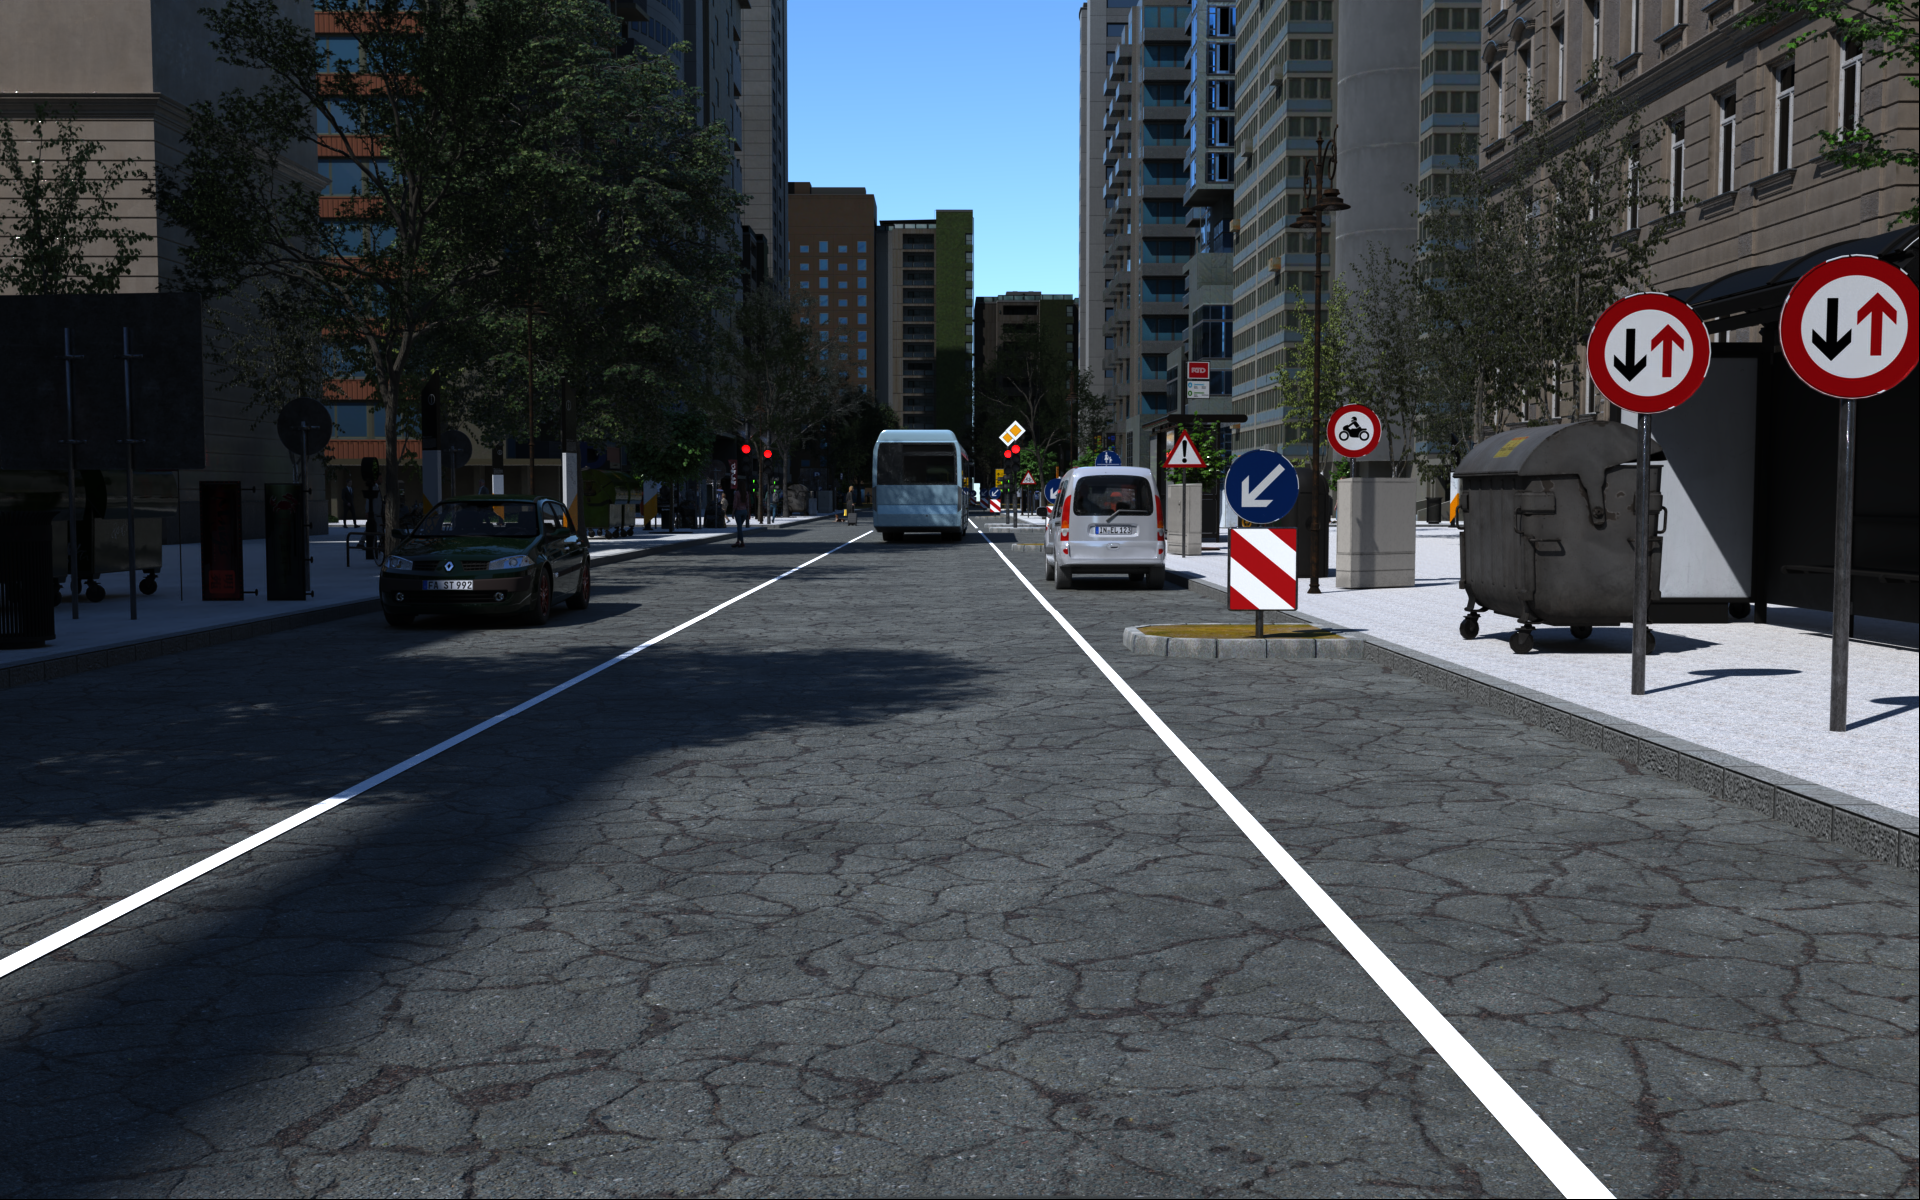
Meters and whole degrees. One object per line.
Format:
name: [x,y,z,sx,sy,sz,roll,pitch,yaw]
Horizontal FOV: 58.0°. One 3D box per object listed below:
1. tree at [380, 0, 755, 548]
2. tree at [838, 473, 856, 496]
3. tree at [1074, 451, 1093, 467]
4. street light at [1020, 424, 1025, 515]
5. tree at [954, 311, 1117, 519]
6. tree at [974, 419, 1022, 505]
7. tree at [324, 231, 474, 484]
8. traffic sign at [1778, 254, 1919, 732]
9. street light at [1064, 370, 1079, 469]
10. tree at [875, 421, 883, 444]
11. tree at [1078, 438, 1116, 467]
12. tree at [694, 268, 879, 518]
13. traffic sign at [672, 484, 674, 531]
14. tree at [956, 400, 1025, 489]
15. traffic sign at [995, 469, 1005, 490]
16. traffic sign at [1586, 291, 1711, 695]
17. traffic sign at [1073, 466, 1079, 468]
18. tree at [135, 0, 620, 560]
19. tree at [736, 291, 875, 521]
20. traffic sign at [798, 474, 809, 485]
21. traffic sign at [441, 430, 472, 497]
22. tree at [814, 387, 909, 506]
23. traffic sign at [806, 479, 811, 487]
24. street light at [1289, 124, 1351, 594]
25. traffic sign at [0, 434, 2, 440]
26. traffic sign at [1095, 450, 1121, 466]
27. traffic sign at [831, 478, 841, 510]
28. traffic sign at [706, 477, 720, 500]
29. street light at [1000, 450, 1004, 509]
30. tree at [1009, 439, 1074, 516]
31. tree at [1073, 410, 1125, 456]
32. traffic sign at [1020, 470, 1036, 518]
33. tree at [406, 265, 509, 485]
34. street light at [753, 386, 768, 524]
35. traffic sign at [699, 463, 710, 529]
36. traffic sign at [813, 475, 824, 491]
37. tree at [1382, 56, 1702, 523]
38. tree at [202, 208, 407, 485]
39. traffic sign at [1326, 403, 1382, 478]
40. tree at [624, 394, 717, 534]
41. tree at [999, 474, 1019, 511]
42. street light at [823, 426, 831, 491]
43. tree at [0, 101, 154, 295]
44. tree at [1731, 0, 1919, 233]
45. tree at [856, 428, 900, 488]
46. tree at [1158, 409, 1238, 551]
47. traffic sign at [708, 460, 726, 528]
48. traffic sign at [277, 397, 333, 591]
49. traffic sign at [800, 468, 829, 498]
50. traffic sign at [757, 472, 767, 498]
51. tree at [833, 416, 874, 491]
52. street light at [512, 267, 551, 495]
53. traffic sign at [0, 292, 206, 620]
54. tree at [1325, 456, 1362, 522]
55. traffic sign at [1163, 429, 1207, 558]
tree: [-9.139,-8.200,40.733,9.857,13.997,8.962,0,3,0]
tree: [-10.493,-9.895,156.387,1.663,3.219,1.824,0,3,0]
tree: [9.258,-8.640,124.981,4.285,4.588,4.351,0,3,0]
street light: [3.843,-8.184,106.590,0.468,5.910,1.993,0,4,0]
tree: [4.163,-9.404,88.171,8.767,10.594,7.601,-2,4,-29]
tree: [3.627,-13.090,164.382,4.360,8.622,3.978,0,3,0]
tree: [-16.042,-6.062,49.474,4.737,8.622,4.395,0,3,0]
traffic sign: [4.755,-0.563,9.303,0.768,2.556,0.104,0,4,5]
street light: [4.171,-5.626,64.776,0.468,5.910,1.993,0,4,0]
tree: [-8.994,-11.707,125.818,8.767,10.594,7.601,2,4,35]
tree: [4.743,-3.955,59.263,1.663,3.219,1.824,0,3,0]
tree: [-9.558,-11.241,94.165,12.009,13.543,11.850,0,3,0]
traffic sign: [-10.027,-3.690,60.442,0.768,2.556,0.104,0,3,0]
tree: [3.221,-19.015,221.256,12.009,13.543,11.850,0,3,0]
traffic sign: [3.949,-8.890,139.228,2.265,3.308,0.079,0,4,6]
traffic sign: [4.341,-0.667,11.011,0.768,2.556,0.104,0,4,4]
traffic sign: [5.375,-4.883,79.945,0.768,2.556,0.104,0,4,1]
tree: [-9.234,-5.675,27.205,8.767,10.594,7.601,1,4,18]
tree: [-9.489,-8.948,80.720,8.767,10.594,7.601,1,4,16]
traffic sign: [-10.008,-6.770,110.794,0.768,2.556,0.104,1,4,9]
traffic sign: [-10.063,-2.098,34.407,0.768,2.556,0.104,0,4,4]
tree: [-10.585,-16.152,181.098,9.611,12.733,9.660,0,3,0]
traffic sign: [-11.734,-8.047,131.670,0.768,2.556,0.104,1,4,8]
street light: [4.577,-3.022,22.192,0.468,5.910,1.993,0,4,0]
traffic sign: [-9.772,-1.035,16.927,0.884,2.594,0.081,1,4,8]
traffic sign: [4.336,-3.096,50.727,0.768,2.556,0.104,0,4,7]
traffic sign: [-9.866,-8.438,137.972,0.884,2.594,0.081,0,4,3]
traffic sign: [-10.500,-4.378,73.703,0.606,2.300,0.079,0,4,6]
street light: [3.538,-10.760,148.710,0.468,5.910,1.993,0,4,0]
tree: [4.382,-7.300,103.061,4.285,4.588,4.351,0,3,0]
tree: [11.190,-11.795,143.205,4.360,8.622,3.978,0,3,0]
traffic sign: [3.709,-5.743,93.895,0.884,2.594,0.081,1,4,9]
tree: [-16.351,-6.376,54.609,4.360,8.622,3.978,0,3,0]
street light: [-8.551,-6.212,74.360,0.468,5.910,1.993,0,4,0]
traffic sign: [-9.428,-3.833,62.780,0.768,2.556,0.104,0,4,4]
traffic sign: [-9.598,-7.167,117.283,0.768,2.556,0.104,0,4,8]
tree: [9.998,-4.810,29.007,4.360,8.622,3.978,0,3,0]
tree: [-16.989,-5.724,43.946,4.360,8.622,3.978,0,3,0]
traffic sign: [5.542,-1.489,24.445,0.768,2.556,0.104,0,4,3]
tree: [-9.518,-4.463,56.685,4.285,4.588,4.351,0,3,0]
tree: [3.761,-8.420,132.271,1.663,3.219,1.824,0,3,0]
street light: [-8.950,-8.830,117.164,0.468,5.910,1.993,0,4,0]
tree: [-17.105,-4.983,31.839,4.737,8.622,4.395,0,3,0]
tree: [12.141,-5.650,18.131,9.928,11.665,9.643,0,3,0]
tree: [-10.817,-18.519,220.917,7.486,12.596,7.792,0,3,0]
tree: [5.428,-2.763,39.784,1.663,3.219,1.824,0,3,0]
traffic sign: [-9.093,-3.938,64.497,0.768,2.556,0.104,0,4,2]
traffic sign: [-8.629,-1.389,22.811,0.768,2.556,0.104,0,4,7]
traffic sign: [-11.466,-8.717,136.403,2.265,3.308,0.079,0,4,1]
traffic sign: [-11.554,-6.202,101.502,0.768,2.556,0.104,0,4,0]
tree: [-9.329,-12.052,147.410,4.737,8.622,4.395,0,3,0]
street light: [-8.271,-3.708,33.409,0.468,5.910,1.993,0,4,0]
traffic sign: [-8.764,-1.454,17.648,2.265,3.308,0.079,0,4,8]
tree: [17.577,-5.146,78.732,1.663,3.219,1.824,0,3,0]
traffic sign: [4.513,-2.132,34.866,0.884,2.594,0.081,0,4,3]
